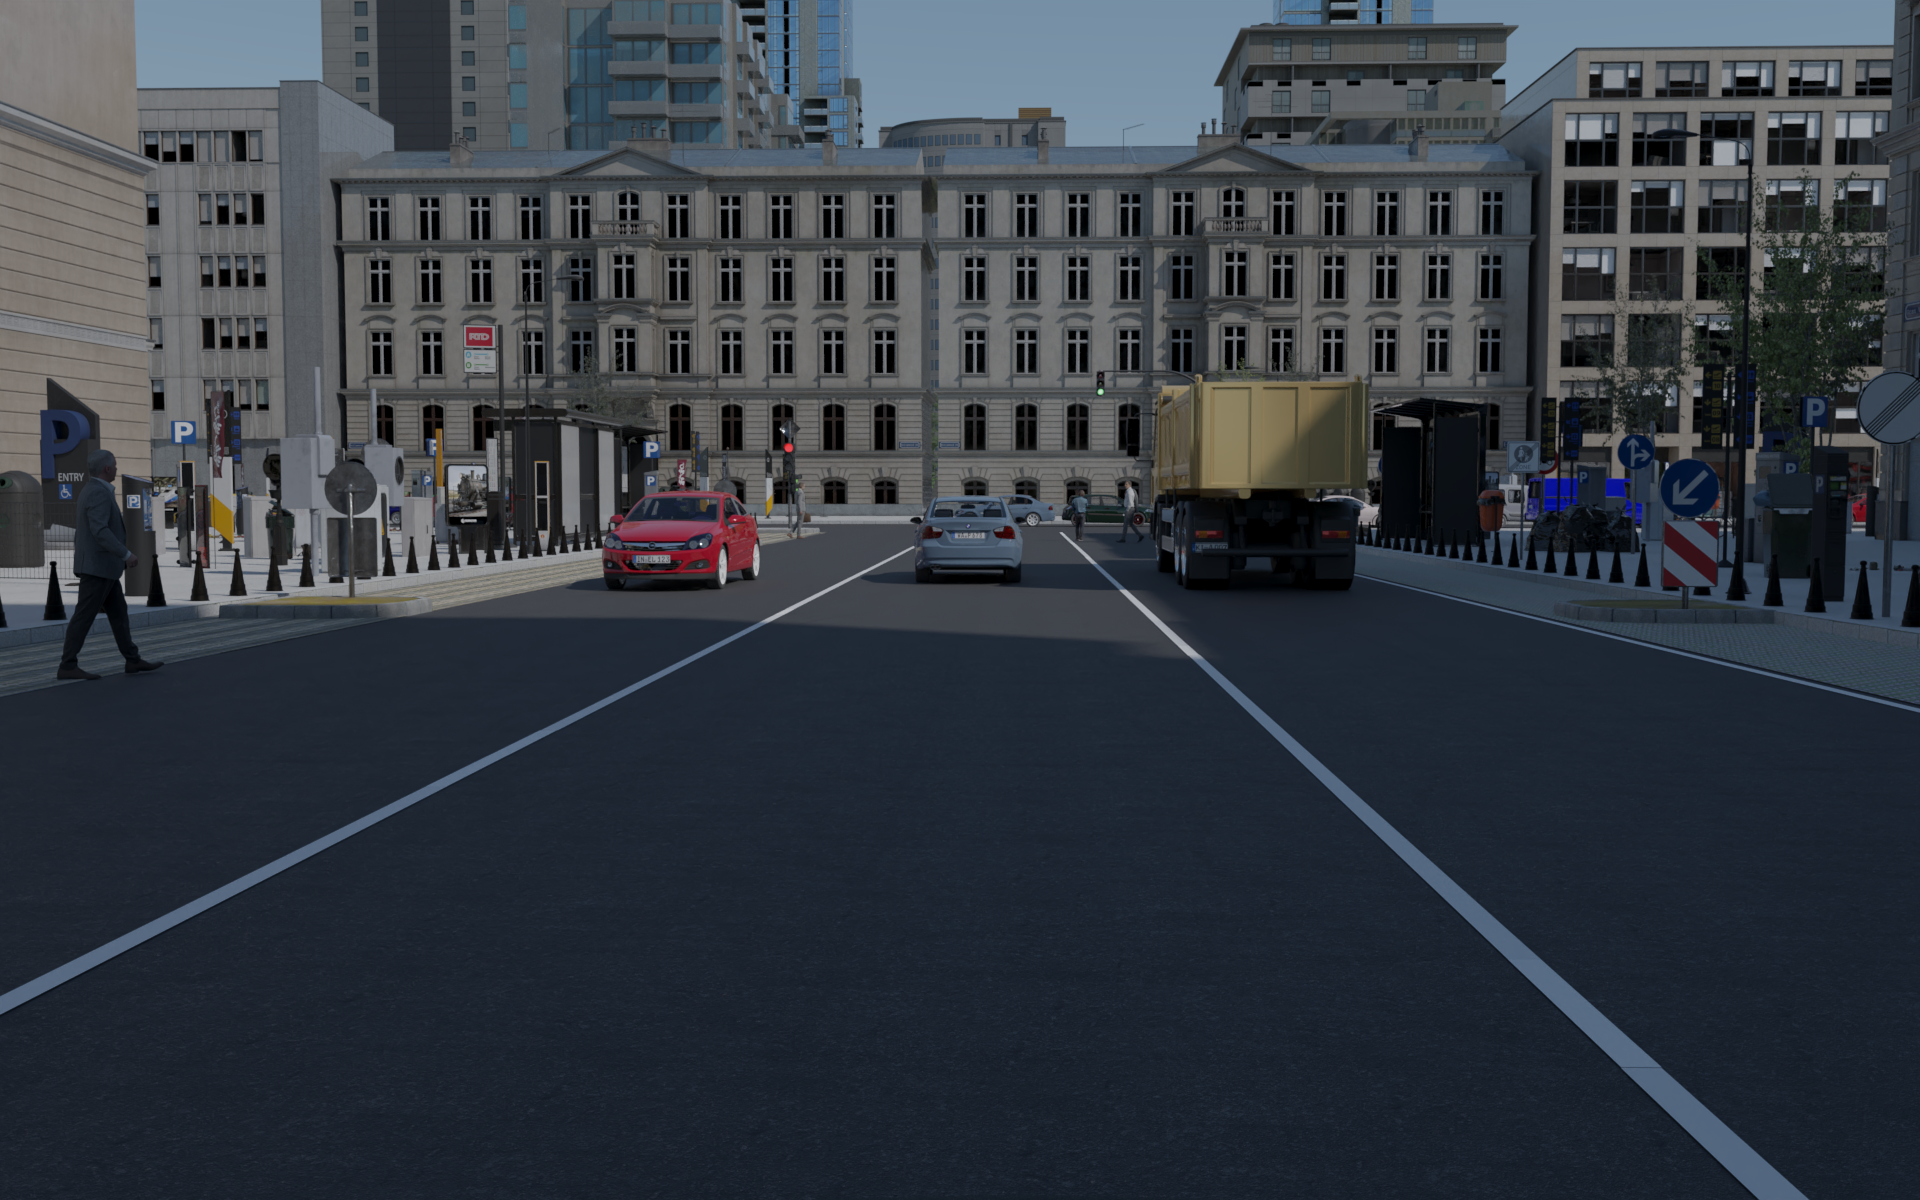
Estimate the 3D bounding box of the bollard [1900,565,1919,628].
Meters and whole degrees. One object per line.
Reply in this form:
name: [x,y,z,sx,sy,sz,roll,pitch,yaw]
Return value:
bollard: [9.218,-0.042,16.727,0.229,0.601,0.229,0,3,0]

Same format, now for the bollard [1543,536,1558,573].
bollard: [9.615,-0.743,28.194,0.229,0.601,0.229,0,3,0]

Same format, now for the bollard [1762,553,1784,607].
bollard: [9.328,-0.232,19.843,0.229,0.601,0.229,0,3,0]

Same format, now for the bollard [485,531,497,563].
bollard: [-8.739,-0.991,32.240,0.229,0.601,0.229,0,3,0]

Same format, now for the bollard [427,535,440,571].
bollard: [-8.849,-0.800,29.113,0.229,0.601,0.229,0,3,0]

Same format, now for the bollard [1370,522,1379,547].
bollard: [10.077,-1.571,41.733,0.229,0.601,0.229,0,3,0]

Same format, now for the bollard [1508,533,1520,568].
bollard: [9.683,-0.870,30.265,0.229,0.601,0.229,0,3,0]

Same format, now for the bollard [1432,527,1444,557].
bollard: [9.859,-1.188,35.463,0.229,0.601,0.229,0,3,0]

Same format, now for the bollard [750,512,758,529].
bollard: [-7.631,-2.966,64.536,0.229,0.601,0.229,0,3,0]

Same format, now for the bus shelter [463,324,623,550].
bus shelter: [-10.568,-4.041,43.706,2.179,5.291,8.768,0,4,2]

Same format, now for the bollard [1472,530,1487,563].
bollard: [9.755,-0.997,32.349,0.229,0.601,0.229,0,3,0]

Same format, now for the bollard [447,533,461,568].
bollard: [-8.812,-0.863,30.149,0.229,0.601,0.229,0,3,0]

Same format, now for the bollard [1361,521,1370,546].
bollard: [10.112,-1.635,42.769,0.229,0.601,0.229,0,3,0]

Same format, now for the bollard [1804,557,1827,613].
bollard: [9.292,-0.169,18.800,0.229,0.601,0.229,0,3,0]

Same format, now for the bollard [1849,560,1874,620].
bollard: [9.258,-0.105,17.763,0.229,0.601,0.229,0,3,0]

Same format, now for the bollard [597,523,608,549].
bollard: [-8.456,-1.500,40.566,0.229,0.601,0.229,0,3,0]

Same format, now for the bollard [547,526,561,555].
bollard: [-8.594,-1.245,36.403,0.229,0.601,0.229,0,3,0]

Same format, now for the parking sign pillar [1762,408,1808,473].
parking sign pillar: [25.544,-3.991,53.723,1.447,3.967,1.447,3,4,37]

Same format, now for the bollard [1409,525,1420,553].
bollard: [9.933,-1.316,37.557,0.229,0.601,0.229,0,3,0]

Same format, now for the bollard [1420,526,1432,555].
bollard: [9.896,-1.251,36.499,0.229,0.601,0.229,0,3,0]

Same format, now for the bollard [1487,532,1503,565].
bollard: [9.717,-0.934,31.313,0.229,0.601,0.229,0,3,0]

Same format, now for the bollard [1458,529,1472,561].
bollard: [9.790,-1.061,33.384,0.229,0.601,0.229,0,3,0]

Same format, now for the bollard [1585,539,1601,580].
bollard: [9.544,-0.615,26.091,0.229,0.601,0.229,0,3,0]

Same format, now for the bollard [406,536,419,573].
bollard: [-8.881,-0.736,28.067,0.229,0.601,0.229,0,3,0]

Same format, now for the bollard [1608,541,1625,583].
bollard: [9.501,-0.551,25.054,0.229,0.601,0.229,0,3,0]

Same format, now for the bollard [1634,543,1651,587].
bollard: [9.470,-0.487,24.010,0.229,0.601,0.229,0,3,0]

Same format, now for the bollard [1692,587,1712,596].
bollard: [9.401,-0.360,21.925,0.229,0.601,0.229,0,3,0]

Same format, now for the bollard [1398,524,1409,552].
bollard: [9.973,-1.380,38.602,0.229,0.601,0.229,0,3,0]

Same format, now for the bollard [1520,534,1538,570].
bollard: [9.651,-0.807,29.230,0.229,0.601,0.229,0,3,0]

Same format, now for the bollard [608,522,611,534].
bollard: [-8.417,-1.563,41.601,0.229,0.601,0.229,0,3,0]

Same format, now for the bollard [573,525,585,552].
bollard: [-8.524,-1.372,38.474,0.229,0.601,0.229,0,3,0]

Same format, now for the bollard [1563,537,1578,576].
bollard: [9.581,-0.679,27.150,0.229,0.601,0.229,0,3,0]

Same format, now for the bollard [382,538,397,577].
bollard: [-8.916,-0.672,27.031,0.229,0.601,0.229,0,3,0]

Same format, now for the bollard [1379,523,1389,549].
bollard: [10.040,-1.507,40.677,0.229,0.601,0.229,0,3,0]

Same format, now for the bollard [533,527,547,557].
bollard: [-8.632,-1.182,35.368,0.229,0.601,0.229,0,3,0]

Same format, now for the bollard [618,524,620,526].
bollard: [-8.381,-1.627,42.636,0.229,0.601,0.229,0,3,0]

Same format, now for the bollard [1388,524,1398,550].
bollard: [10.005,-1.443,39.637,0.229,0.601,0.229,0,3,0]

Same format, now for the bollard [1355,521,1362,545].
bollard: [10.146,-1.698,43.804,0.229,0.601,0.229,0,3,0]

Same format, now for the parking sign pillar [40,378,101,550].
parking sign pillar: [-20.524,-3.150,39.975,1.447,3.967,1.447,1,4,13]

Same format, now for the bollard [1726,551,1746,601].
bollard: [9.364,-0.296,20.882,0.229,0.601,0.229,0,3,0]

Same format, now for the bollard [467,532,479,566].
bollard: [-8.776,-0.926,31.185,0.229,0.601,0.229,0,3,0]

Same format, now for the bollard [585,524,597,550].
bollard: [-8.487,-1.436,39.517,0.229,0.601,0.229,0,3,0]

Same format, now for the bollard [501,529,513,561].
bollard: [-8.704,-1.055,33.283,0.229,0.601,0.229,0,3,0]

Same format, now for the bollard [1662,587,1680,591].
bollard: [9.435,-0.424,22.969,0.229,0.601,0.229,0,3,0]

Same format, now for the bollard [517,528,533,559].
bollard: [-8.667,-1.119,34.332,0.229,0.601,0.229,0,3,0]

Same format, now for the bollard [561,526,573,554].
bollard: [-8.565,-1.309,37.439,0.229,0.601,0.229,0,3,0]

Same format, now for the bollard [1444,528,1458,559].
bollard: [9.823,-1.124,34.420,0.229,0.601,0.229,0,3,0]
